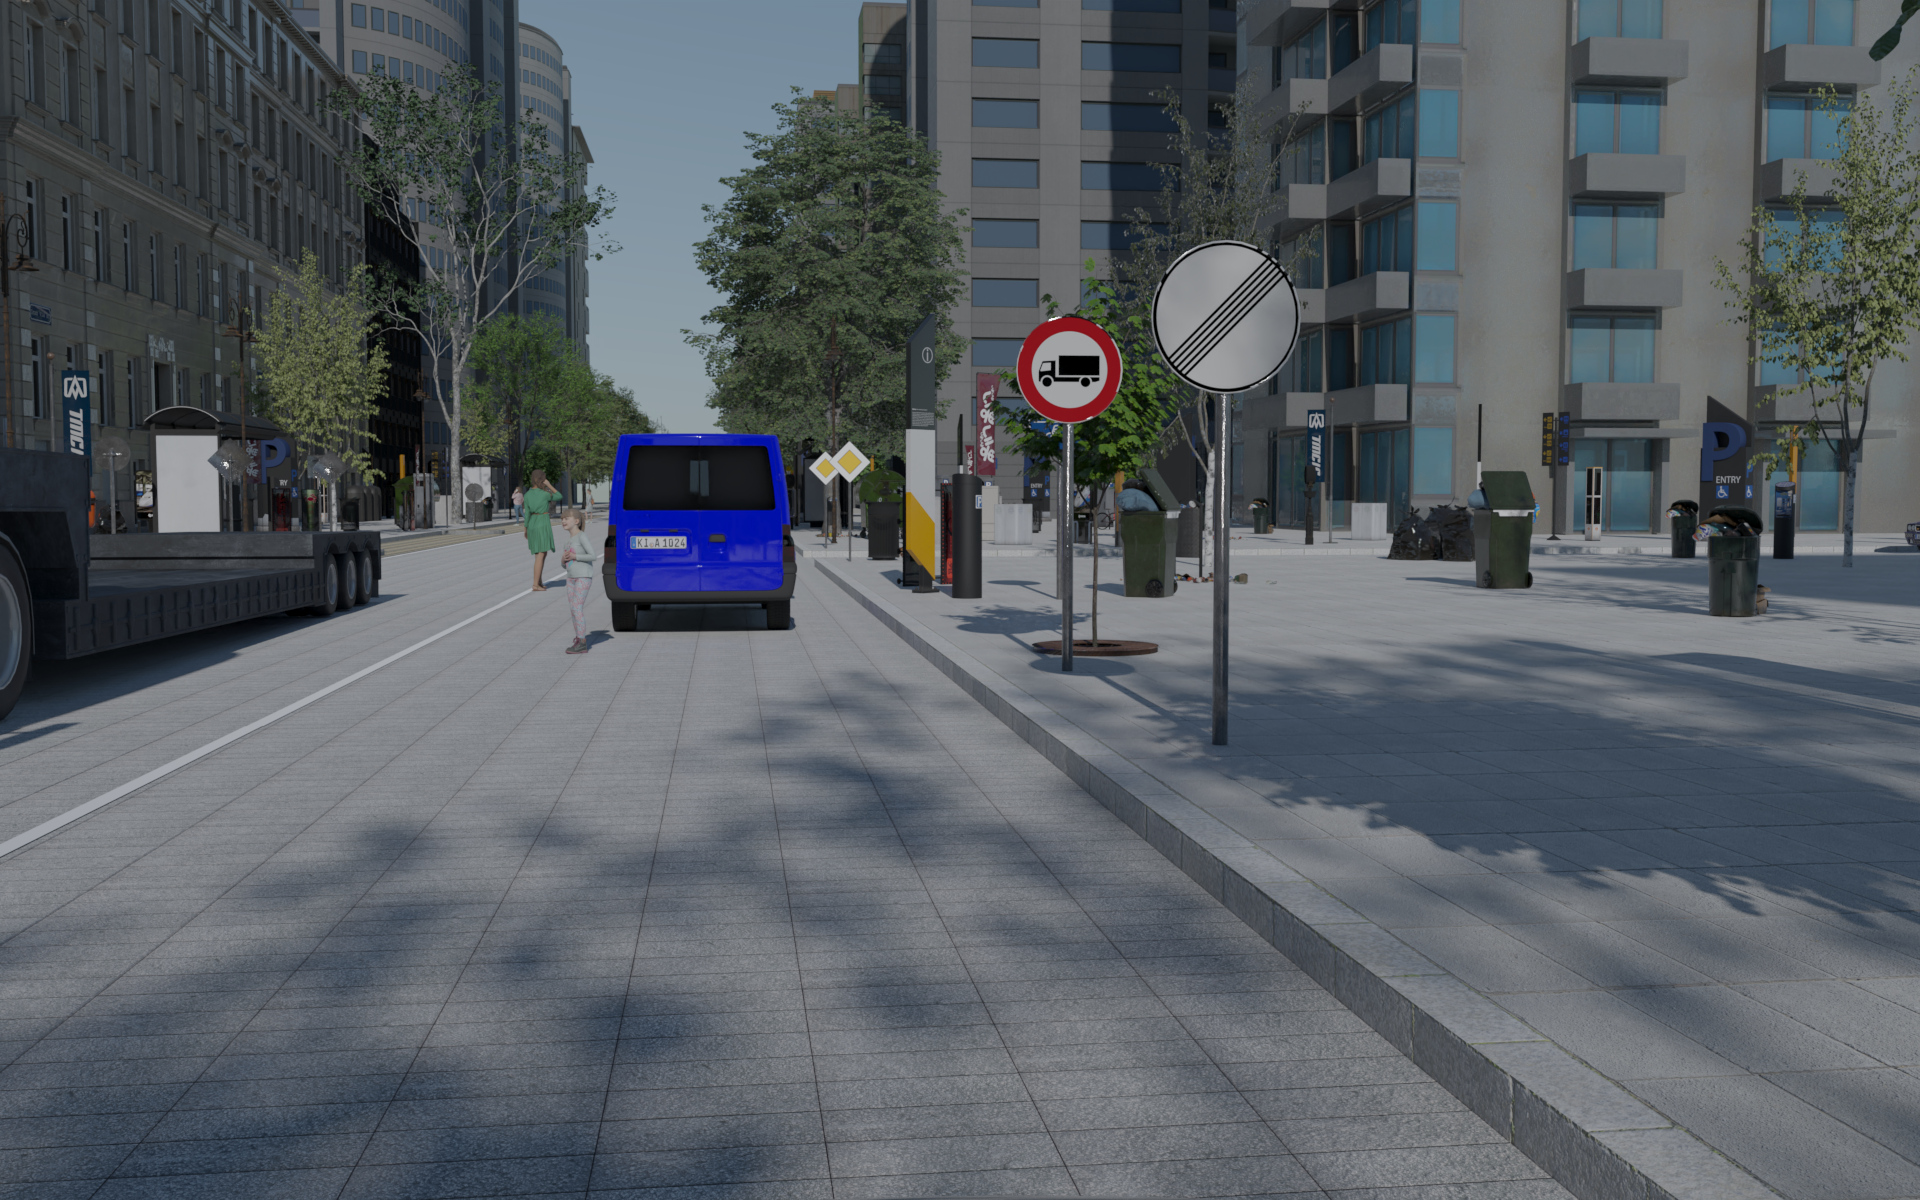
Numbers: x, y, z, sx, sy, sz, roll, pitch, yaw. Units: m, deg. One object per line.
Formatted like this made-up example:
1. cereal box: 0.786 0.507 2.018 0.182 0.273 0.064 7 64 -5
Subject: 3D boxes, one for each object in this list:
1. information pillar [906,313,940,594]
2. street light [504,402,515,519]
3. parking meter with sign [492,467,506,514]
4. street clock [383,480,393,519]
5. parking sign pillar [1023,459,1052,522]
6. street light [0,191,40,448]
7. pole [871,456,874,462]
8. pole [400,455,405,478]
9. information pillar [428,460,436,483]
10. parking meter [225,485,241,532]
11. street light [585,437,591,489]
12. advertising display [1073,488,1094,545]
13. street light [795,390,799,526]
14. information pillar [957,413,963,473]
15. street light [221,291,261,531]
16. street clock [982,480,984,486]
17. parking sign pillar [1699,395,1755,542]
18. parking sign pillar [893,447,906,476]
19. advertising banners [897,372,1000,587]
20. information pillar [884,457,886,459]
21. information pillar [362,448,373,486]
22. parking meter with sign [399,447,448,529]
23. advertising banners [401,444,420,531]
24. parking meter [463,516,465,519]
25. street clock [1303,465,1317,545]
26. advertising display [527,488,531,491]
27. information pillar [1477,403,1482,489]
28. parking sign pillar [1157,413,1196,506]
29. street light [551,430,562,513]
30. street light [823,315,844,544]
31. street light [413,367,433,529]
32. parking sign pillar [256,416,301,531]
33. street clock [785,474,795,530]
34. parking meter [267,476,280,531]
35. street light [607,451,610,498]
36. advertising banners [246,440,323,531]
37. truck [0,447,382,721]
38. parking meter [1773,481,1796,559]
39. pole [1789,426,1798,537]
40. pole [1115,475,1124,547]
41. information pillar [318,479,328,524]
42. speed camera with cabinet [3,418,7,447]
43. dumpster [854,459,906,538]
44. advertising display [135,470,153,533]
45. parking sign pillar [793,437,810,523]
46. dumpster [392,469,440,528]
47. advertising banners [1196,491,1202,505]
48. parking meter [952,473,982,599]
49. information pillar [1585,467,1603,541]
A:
1. information pillar: -0.497 -1.895 22.335 0.183 3.616 0.504 3 5 40
2. street light: -22.712 -7.004 87.297 0.468 5.910 1.993 0 4 -8
3. parking meter with sign: -30.236 -7.075 111.936 1.738 3.016 0.543 0 4 5
4. street clock: -29.916 -5.264 90.631 0.358 2.002 0.471 2 4 26
5. parking sign pillar: 3.587 -5.660 81.017 1.447 3.967 1.447 3 5 42
6. street light: -14.638 -3.294 26.640 0.468 5.910 1.993 0 4 -8
7. pole: -4.664 -6.018 92.241 0.158 3.312 0.155 0 3 0
8. pole: -29.578 -5.993 91.824 0.158 3.312 0.155 0 3 0
9. information pillar: -32.591 -7.068 106.915 0.504 3.616 0.183 1 4 13
10. parking meter: -19.548 -2.336 46.603 0.372 1.533 0.369 0 3 0
11. street light: -29.706 -10.148 138.708 0.468 5.910 1.993 0 4 -8
12. advertising display: 3.162 -2.395 44.376 0.123 1.923 0.974 -2 4 -24
13. street light: -6.475 -5.854 68.495 0.468 5.910 1.993 0 4 -8
14. information pillar: 0.004 -3.623 50.594 0.183 3.616 0.504 -1 4 -10
15. street light: -16.357 -4.082 39.529 0.468 5.910 1.993 0 4 -8
16. street clock: 0.987 -5.035 86.886 0.471 2.002 0.358 0 4 -2
17. parking sign pillar: 20.738 -3.570 46.846 1.447 3.967 1.447 -3 4 -37
18. parking sign pillar: -1.941 -4.695 65.243 1.447 3.967 1.447 3 5 44
19. advertising banners: -0.119 -1.736 24.566 0.090 3.025 2.074 3 5 44
20. information pillar: -4.824 -7.264 110.126 0.183 3.616 0.504 1 4 14
21. information pillar: -29.755 -5.847 86.958 0.504 3.616 0.183 -1 4 -10
22. parking meter with sign: -19.999 -4.179 64.586 1.738 3.016 0.543 -1 4 -9
23. advertising banners: -19.164 -3.934 60.511 0.090 3.025 2.074 0 3 0
24. parking meter: -25.891 -4.984 89.903 0.372 1.533 0.369 0 3 0
25. street clock: 8.833 -2.395 43.736 0.358 2.002 0.471 0 4 2
26. advertising display: -26.729 -6.345 108.957 0.974 1.923 0.123 -3 5 -41
27. information pillar: 13.494 -3.284 45.047 0.183 3.616 0.504 1 4 15
28. parking sign pillar: 7.222 -4.244 57.869 1.447 3.967 1.447 3 4 39
29. street light: -25.866 -8.420 110.451 0.468 5.910 1.993 0 4 -8
30. street light: -3.268 -4.406 44.819 0.468 5.910 1.993 0 4 -8
31. street light: -19.580 -5.533 63.249 0.468 5.910 1.993 0 4 -8
32. parking sign pillar: -23.453 -4.343 59.484 1.447 3.967 1.447 1 4 11
33. street clock: -6.156 -3.553 62.662 0.358 2.002 0.471 -2 4 -27
34. parking meter: -22.853 -3.180 57.701 0.255 1.863 0.399 1 4 11
35. street light: -32.786 -11.565 161.873 0.468 5.910 1.993 0 4 -8
36. advertising banners: -18.151 -3.069 46.362 2.074 3.025 0.090 -3 4 -36
37. truck: -7.566 -1.452 13.496 2.967 4.110 18.799 0 4 -8
38. parking meter: 16.296 -1.579 34.235 0.372 1.533 0.369 0 3 0
39. pole: 24.926 -3.548 51.847 0.158 3.312 0.155 0 3 0
40. pole: 3.835 -2.922 41.611 0.158 3.312 0.155 0 3 0
41. information pillar: -27.720 -4.334 75.356 0.304 2.012 0.304 1 4 8
42. speed camera with cabinet: -25.520 -3.093 44.911 2.038 3.252 0.660 0 4 -7
43. dumpster: -2.210 -2.875 49.499 1.502 2.255 1.985 0 4 -8
44. advertising display: -21.590 -2.524 46.483 0.974 1.923 0.123 -1 4 -13
45. parking sign pillar: -7.114 -5.424 77.148 1.447 3.967 1.447 -1 4 -15
46. dumpster: -20.705 -3.879 65.917 1.502 2.255 1.985 0 4 -8
47. advertising banners: 10.566 -5.004 78.003 0.090 3.025 2.074 2 4 25
48. parking meter: 0.087 -0.790 21.328 0.372 1.533 0.369 0 3 0
49. information pillar: 17.286 -2.616 47.258 0.304 2.012 0.304 -1 4 -20
